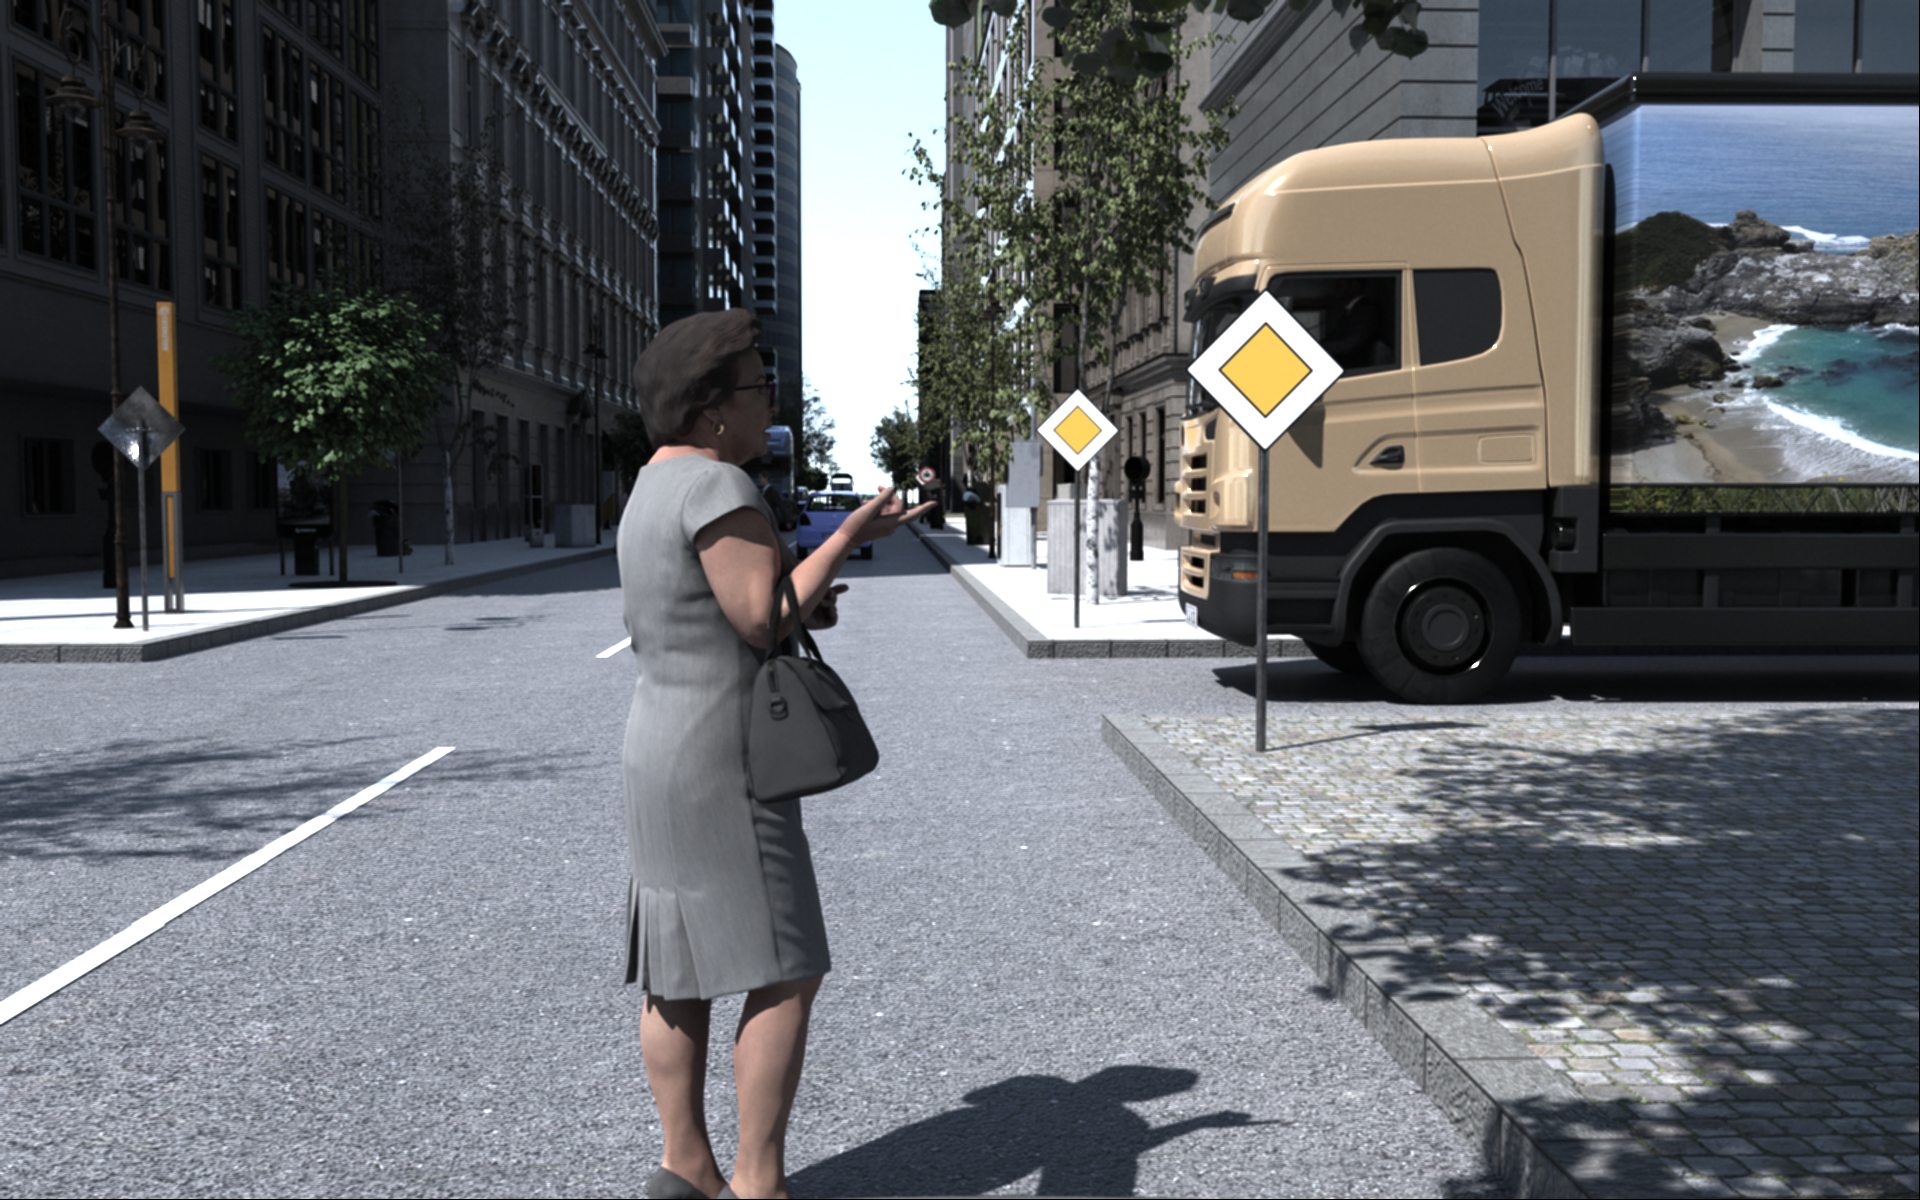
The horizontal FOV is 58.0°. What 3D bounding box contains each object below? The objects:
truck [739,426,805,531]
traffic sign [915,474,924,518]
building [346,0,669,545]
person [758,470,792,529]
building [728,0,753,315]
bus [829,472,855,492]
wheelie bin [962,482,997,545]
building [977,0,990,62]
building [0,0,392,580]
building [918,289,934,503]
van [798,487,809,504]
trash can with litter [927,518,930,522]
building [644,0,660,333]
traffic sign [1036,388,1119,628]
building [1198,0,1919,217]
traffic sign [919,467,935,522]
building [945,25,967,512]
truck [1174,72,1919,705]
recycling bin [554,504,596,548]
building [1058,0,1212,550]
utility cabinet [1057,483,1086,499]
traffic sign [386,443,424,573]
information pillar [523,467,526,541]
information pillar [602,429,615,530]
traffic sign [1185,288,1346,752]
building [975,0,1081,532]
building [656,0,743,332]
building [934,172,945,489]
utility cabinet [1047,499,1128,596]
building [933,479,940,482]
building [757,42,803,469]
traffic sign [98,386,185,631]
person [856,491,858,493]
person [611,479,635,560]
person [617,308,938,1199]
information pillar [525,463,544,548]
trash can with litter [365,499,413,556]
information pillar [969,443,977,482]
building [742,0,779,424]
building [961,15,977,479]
[{"bbox_3d":[-8.093,-5.161,74.139,2.967,4.110,18.799,0,4,-3],"label":"truck"},{"bbox_3d":[-1.703,-4.860,80.652,0.795,2.450,0.064,0,4,1],"label":"traffic sign"},{"bbox_3d":[-21.584,-17.582,63.885,17.030,29.872,44.131,0,4,-3],"label":"building"},{"bbox_3d":[-3.433,-1.373,30.729,0.755,1.850,0.659,-2,4,-26],"label":"person"},{"bbox_3d":[-25.588,-30.675,151.651,14.600,45.320,14.200,0,4,-3],"label":"building"},{"bbox_3d":[-13.695,-12.783,200.554,2.896,3.916,12.252,0,4,-4],"label":"bus"},{"bbox_3d":[0.472,-2.188,43.682,0.693,1.594,0.980,2,4,33],"label":"wheelie bin"},{"bbox_3d":[7.903,-25.551,101.351,14.154,41.232,14.086,0,4,-3],"label":"building"},{"bbox_3d":[-19.915,-14.432,29.469,14.314,27.812,24.014,0,4,-3],"label":"building"},{"bbox_3d":[1.069,-28.915,244.458,14.160,30.474,14.107,0,4,-3],"label":"building"},{"bbox_3d":[-9.205,-5.506,97.029,2.013,2.044,4.112,0,4,-3],"label":"van"},{"bbox_3d":[-1.170,-4.131,78.935,0.624,1.170,1.055,-1,4,-19],"label":"trash can with litter"},{"bbox_3d":[-30.884,-25.086,102.041,32.217,40.220,23.993,0,4,-3],"label":"building"},{"bbox_3d":[1.117,-0.789,16.539,0.795,2.450,0.064,0,4,-3],"label":"traffic sign"},{"bbox_3d":[19.235,-15.095,24.293,29.804,29.767,11.434,0,4,-3],"label":"building"},{"bbox_3d":[-1.527,-4.899,80.205,0.768,2.556,0.104,0,4,4],"label":"traffic sign"},{"bbox_3d":[9.322,-36.343,136.213,21.231,58.520,28.212,0,4,-3],"label":"building"},{"bbox_3d":[6.662,-1.460,12.792,11.283,4.237,2.839,0,4,-1],"label":"truck"},{"bbox_3d":[-9.276,-1.785,41.743,0.722,1.027,0.722,3,5,41],"label":"recycling bin"},{"bbox_3d":[8.961,-11.224,48.139,10.561,19.102,19.286,0,4,-3],"label":"building"},{"bbox_3d":[2.281,-1.644,35.560,0.318,1.500,1.173,1,4,20],"label":"utility cabinet"},{"bbox_3d":[-9.062,-1.641,28.020,0.795,2.450,0.064,0,4,3],"label":"traffic sign"},{"bbox_3d":[-11.583,-2.589,46.830,0.304,2.012,0.304,-3,5,-41],"label":"information pillar"},{"bbox_3d":[-12.658,-4.341,62.331,0.504,3.616,0.183,2,4,28],"label":"information pillar"},{"bbox_3d":[1.495,-0.301,8.563,0.795,2.450,0.064,0,4,-3],"label":"traffic sign"},{"bbox_3d":[11.226,-16.546,75.037,19.350,26.468,34.151,0,4,-3],"label":"building"},{"bbox_3d":[-28.019,-31.162,129.111,23.786,49.044,30.456,0,4,-3],"label":"building"},{"bbox_3d":[5.223,-23.628,158.019,14.160,30.474,14.107,0,4,-3],"label":"building"},{"bbox_3d":[1.611,-0.664,22.020,1.020,1.237,0.306,2,4,31],"label":"utility cabinet"},{"bbox_3d":[11.936,-32.646,225.638,32.217,40.220,23.993,0,4,-3],"label":"building"},{"bbox_3d":[-31.395,-41.606,222.252,21.231,58.520,28.212,0,4,-3],"label":"building"},{"bbox_3d":[-7.619,-0.765,16.147,0.795,2.450,0.064,0,4,-3],"label":"traffic sign"},{"bbox_3d":[-13.197,-13.012,221.267,0.705,1.821,1.348,2,4,27],"label":"person"},{"bbox_3d":[-7.294,-1.761,37.890,0.643,1.750,0.593,1,4,18],"label":"person"},{"bbox_3d":[-0.342,0.342,3.260,0.532,1.782,0.716,-2,4,-28],"label":"person"},{"bbox_3d":[-10.196,-2.272,41.639,0.304,2.012,0.304,-2,4,-23],"label":"information pillar"},{"bbox_3d":[-11.821,-1.502,35.949,0.624,1.170,1.055,0,4,7],"label":"trash can with litter"},{"bbox_3d":[0.575,-5.350,78.832,0.504,3.616,0.183,3,5,44],"label":"information pillar"},{"bbox_3d":[-30.261,-53.730,191.161,22.319,86.520,31.000,0,4,-3],"label":"building"},{"bbox_3d":[7.468,-28.454,115.338,14.600,45.320,14.200,0,4,-3],"label":"building"}]
